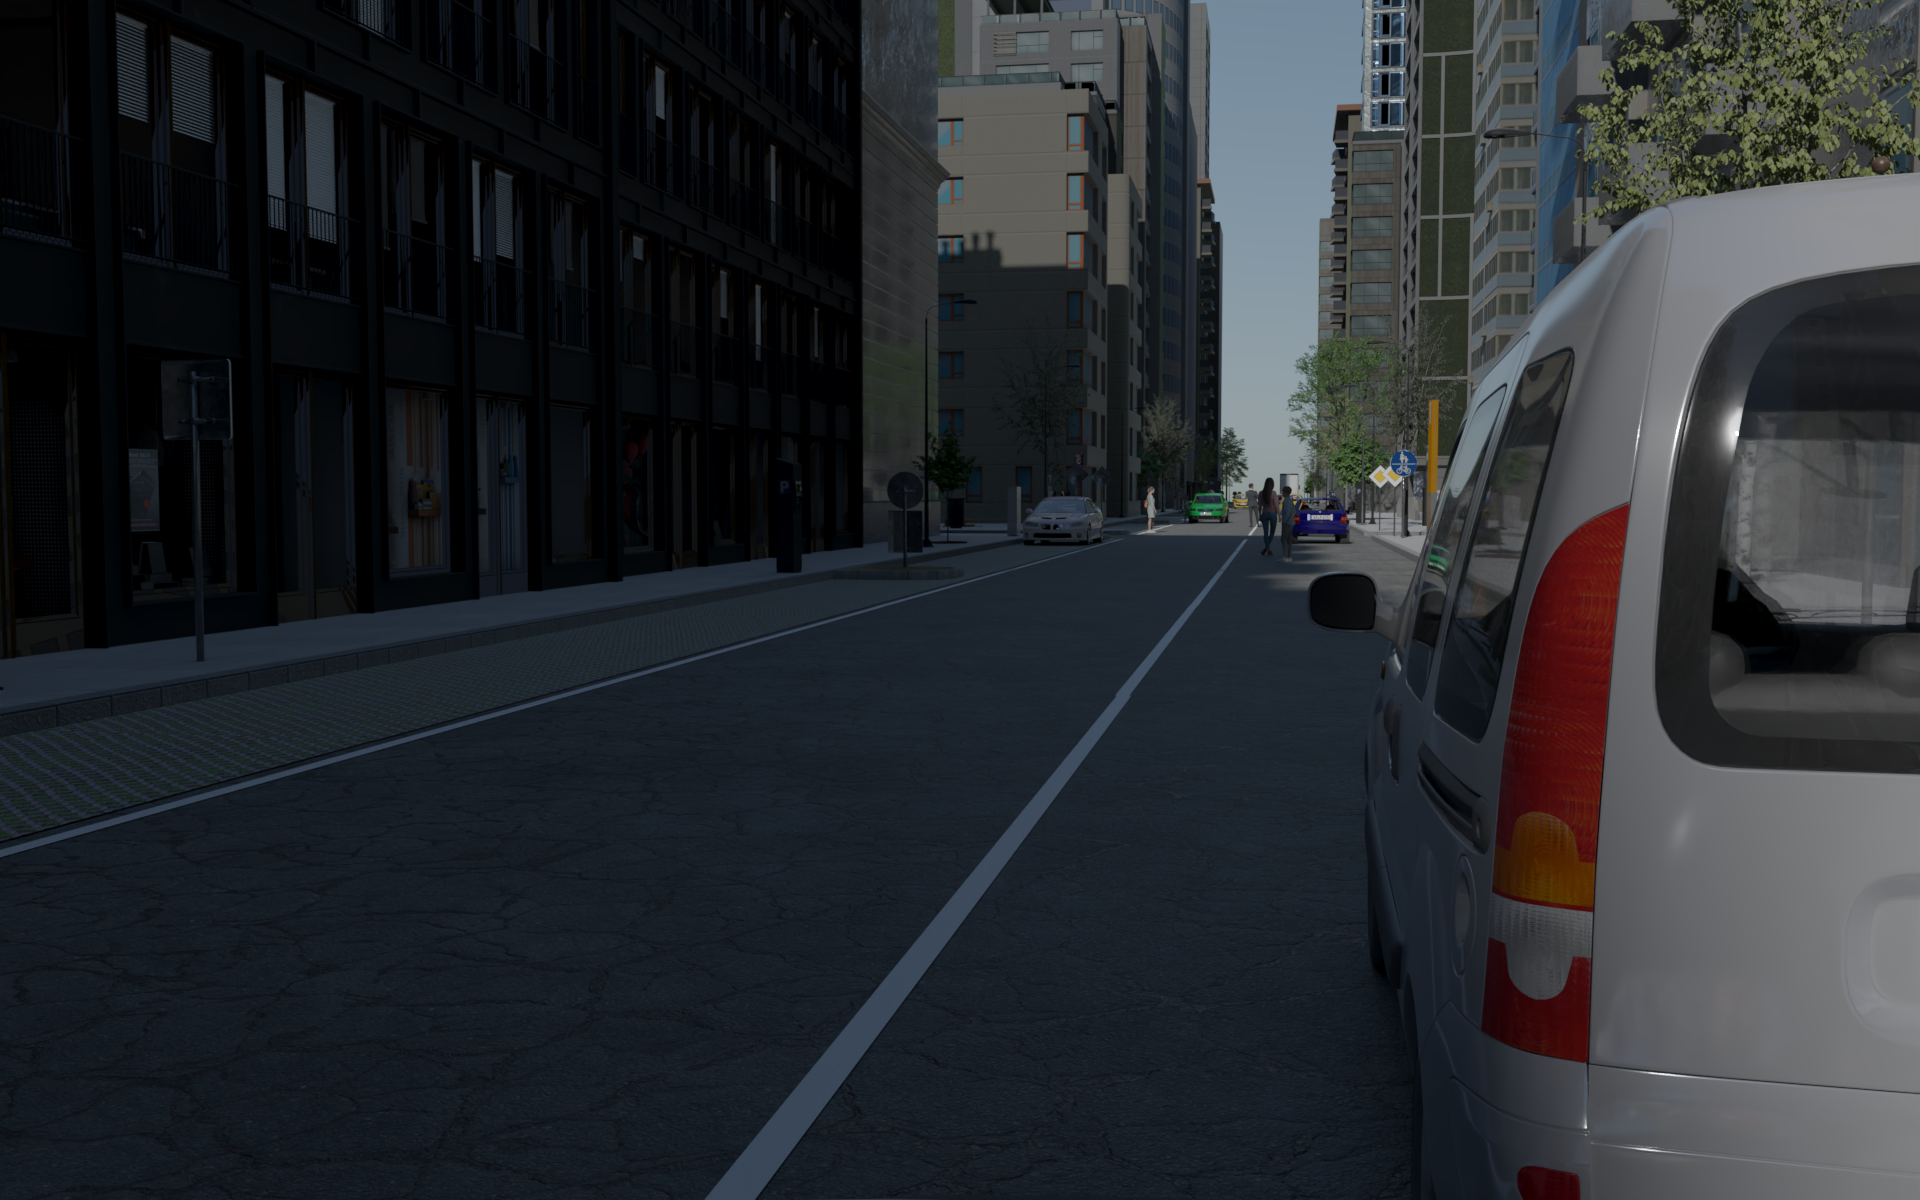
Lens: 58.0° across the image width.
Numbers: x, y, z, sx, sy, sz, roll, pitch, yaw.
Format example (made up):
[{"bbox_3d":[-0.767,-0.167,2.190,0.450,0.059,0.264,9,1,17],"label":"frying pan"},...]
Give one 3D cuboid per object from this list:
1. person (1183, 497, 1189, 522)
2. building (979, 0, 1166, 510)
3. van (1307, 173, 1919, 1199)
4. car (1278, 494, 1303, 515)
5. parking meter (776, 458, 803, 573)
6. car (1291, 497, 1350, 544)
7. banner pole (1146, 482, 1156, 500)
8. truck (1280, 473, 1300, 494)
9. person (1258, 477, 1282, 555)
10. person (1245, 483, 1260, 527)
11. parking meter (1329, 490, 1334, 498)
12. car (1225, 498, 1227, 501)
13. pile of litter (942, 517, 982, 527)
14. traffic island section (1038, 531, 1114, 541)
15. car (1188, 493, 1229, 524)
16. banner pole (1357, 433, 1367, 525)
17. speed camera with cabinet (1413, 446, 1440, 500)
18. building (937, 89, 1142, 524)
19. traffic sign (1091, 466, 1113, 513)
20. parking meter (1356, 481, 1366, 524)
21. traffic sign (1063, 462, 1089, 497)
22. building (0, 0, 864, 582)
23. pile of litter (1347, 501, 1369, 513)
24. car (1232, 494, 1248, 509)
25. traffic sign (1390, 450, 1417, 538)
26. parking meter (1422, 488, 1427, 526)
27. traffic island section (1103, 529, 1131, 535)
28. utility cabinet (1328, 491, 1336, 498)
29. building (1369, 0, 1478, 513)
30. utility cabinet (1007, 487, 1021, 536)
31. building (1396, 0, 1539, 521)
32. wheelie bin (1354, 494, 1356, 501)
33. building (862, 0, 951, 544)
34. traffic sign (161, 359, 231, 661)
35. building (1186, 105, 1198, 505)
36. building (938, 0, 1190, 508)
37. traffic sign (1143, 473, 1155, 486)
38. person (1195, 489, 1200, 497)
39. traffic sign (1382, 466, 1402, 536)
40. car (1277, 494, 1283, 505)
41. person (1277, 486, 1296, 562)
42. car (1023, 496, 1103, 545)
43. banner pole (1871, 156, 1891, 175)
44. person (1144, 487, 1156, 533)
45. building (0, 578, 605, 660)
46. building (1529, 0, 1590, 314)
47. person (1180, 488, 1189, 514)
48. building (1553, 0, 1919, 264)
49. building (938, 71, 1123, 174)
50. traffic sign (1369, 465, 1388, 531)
[{"bbox_3d":[11.862,-4.743,90.297,0.590,1.304,0.306,-1,4,-14],"label":"person"},{"bbox_3d":[9.502,-28.180,144.329,14.154,41.232,14.086,1,4,10],"label":"building"},{"bbox_3d":[1.792,0.194,3.848,2.013,2.044,4.112,1,4,12],"label":"van"},{"bbox_3d":[22.412,-6.512,116.702,2.015,1.641,3.980,1,4,9],"label":"car"},{"bbox_3d":[-2.773,-1.373,28.168,0.399,1.863,0.255,2,4,27],"label":"parking meter"},{"bbox_3d":[10.524,-2.354,51.066,1.945,1.354,3.894,1,4,9],"label":"car"},{"bbox_3d":[13.555,-8.156,123.365,0.863,3.779,0.401,0,3,0],"label":"banner pole"},{"bbox_3d":[45.834,-15.419,241.017,2.839,4.237,11.283,1,4,12],"label":"truck"},{"bbox_3d":[7.242,-1.955,40.473,0.555,1.821,0.388,1,4,16],"label":"person"},{"bbox_3d":[12.723,-4.122,75.254,0.648,1.900,0.474,1,4,12],"label":"person"},{"bbox_3d":[25.355,-6.719,118.274,0.372,1.533,0.369,0,3,0],"label":"parking meter"},{"bbox_3d":[24.374,-9.482,164.813,2.009,1.686,4.222,1,4,11],"label":"car"},{"bbox_3d":[0.093,-3.294,67.821,1.719,0.858,1.176,-1,4,-12],"label":"pile of litter"},{"bbox_3d":[3.600,-1.956,54.263,2.009,0.180,2.903,1,4,10],"label":"traffic island section"},{"bbox_3d":[12.339,-4.710,85.807,1.959,1.807,4.718,1,4,12],"label":"car"},{"bbox_3d":[16.704,-5.007,71.879,0.401,3.779,0.863,1,4,9],"label":"banner pole"},{"bbox_3d":[19.727,-4.724,71.576,2.038,3.252,0.660,-2,4,-24],"label":"speed camera with cabinet"},{"bbox_3d":[-5.483,-15.034,90.852,27.650,21.520,28.899,1,4,10],"label":"building"},{"bbox_3d":[5.084,-3.572,62.048,0.795,2.450,0.064,1,4,10],"label":"traffic sign"},{"bbox_3d":[17.338,-4.233,74.925,0.255,1.863,0.399,-2,4,-31],"label":"parking meter"},{"bbox_3d":[3.625,-3.092,54.197,0.795,2.450,0.064,1,4,10],"label":"traffic sign"},{"bbox_3d":[-9.802,-12.509,34.208,12.332,23.373,15.834,1,4,10],"label":"building"},{"bbox_3d":[27.294,-6.430,119.103,1.719,0.858,1.176,1,4,17],"label":"pile of litter"},{"bbox_3d":[27.010,-9.486,165.327,2.015,1.641,3.980,1,4,9],"label":"car"},{"bbox_3d":[12.858,-3.066,50.228,0.768,2.556,0.104,1,4,17],"label":"traffic sign"},{"bbox_3d":[18.736,-3.735,69.477,0.372,1.533,0.369,0,3,0],"label":"parking meter"},{"bbox_3d":[5.060,-2.436,62.115,2.009,0.180,2.903,1,4,10],"label":"traffic island section"},{"bbox_3d":[28.133,-7.476,130.911,0.318,1.500,1.173,2,4,31],"label":"utility cabinet"},{"bbox_3d":[39.684,-41.663,119.441,20.563,71.187,20.611,1,4,10],"label":"building"},{"bbox_3d":[1.649,-2.720,53.155,0.318,1.500,1.173,0,4,8],"label":"utility cabinet"},{"bbox_3d":[39.135,-24.136,86.512,32.217,40.220,23.993,1,4,10],"label":"building"},{"bbox_3d":[28.350,-7.027,122.796,0.693,1.594,0.980,0,4,-3],"label":"wheelie bin"},{"bbox_3d":[-13.552,-15.442,49.745,25.104,27.353,12.463,1,4,10],"label":"building"},{"bbox_3d":[-5.823,-0.678,13.217,0.606,2.300,0.079,1,4,15],"label":"traffic sign"},{"bbox_3d":[19.999,-33.645,200.202,14.600,45.320,14.200,1,4,10],"label":"building"},{"bbox_3d":[10.490,-38.109,165.089,21.231,58.520,28.212,1,4,10],"label":"building"},{"bbox_3d":[11.580,-6.492,106.257,0.768,2.556,0.104,1,4,19],"label":"traffic sign"},{"bbox_3d":[14.836,-6.023,107.538,0.480,1.755,0.524,1,4,18],"label":"person"},{"bbox_3d":[13.153,-2.983,52.412,0.795,2.450,0.064,1,4,10],"label":"traffic sign"},{"bbox_3d":[26.955,-8.198,143.823,2.009,1.686,4.222,1,4,11],"label":"car"},{"bbox_3d":[6.928,-1.614,36.692,0.330,1.601,0.589,2,4,34],"label":"person"},{"bbox_3d":[3.005,-2.285,49.728,2.083,1.381,4.827,1,4,12],"label":"car"},{"bbox_3d":[6.831,-1.417,13.178,0.401,3.779,0.863,0,4,1],"label":"banner pole"},{"bbox_3d":[7.092,-3.350,64.282,0.522,1.701,0.512,-1,4,-10],"label":"person"},{"bbox_3d":[-12.438,-11.524,18.095,12.332,23.373,15.834,1,4,10],"label":"building"},{"bbox_3d":[29.824,-25.355,64.666,14.200,45.320,14.600,1,4,10],"label":"building"},{"bbox_3d":[15.345,-6.732,118.532,0.822,1.834,0.622,0,4,0],"label":"person"},{"bbox_3d":[24.386,-25.268,32.742,23.786,49.044,30.456,1,4,10],"label":"building"},{"bbox_3d":[3.817,-21.469,122.723,14.160,30.474,14.107,1,4,10],"label":"building"},{"bbox_3d":[14.612,-3.463,60.263,0.795,2.450,0.064,1,4,10],"label":"traffic sign"}]
